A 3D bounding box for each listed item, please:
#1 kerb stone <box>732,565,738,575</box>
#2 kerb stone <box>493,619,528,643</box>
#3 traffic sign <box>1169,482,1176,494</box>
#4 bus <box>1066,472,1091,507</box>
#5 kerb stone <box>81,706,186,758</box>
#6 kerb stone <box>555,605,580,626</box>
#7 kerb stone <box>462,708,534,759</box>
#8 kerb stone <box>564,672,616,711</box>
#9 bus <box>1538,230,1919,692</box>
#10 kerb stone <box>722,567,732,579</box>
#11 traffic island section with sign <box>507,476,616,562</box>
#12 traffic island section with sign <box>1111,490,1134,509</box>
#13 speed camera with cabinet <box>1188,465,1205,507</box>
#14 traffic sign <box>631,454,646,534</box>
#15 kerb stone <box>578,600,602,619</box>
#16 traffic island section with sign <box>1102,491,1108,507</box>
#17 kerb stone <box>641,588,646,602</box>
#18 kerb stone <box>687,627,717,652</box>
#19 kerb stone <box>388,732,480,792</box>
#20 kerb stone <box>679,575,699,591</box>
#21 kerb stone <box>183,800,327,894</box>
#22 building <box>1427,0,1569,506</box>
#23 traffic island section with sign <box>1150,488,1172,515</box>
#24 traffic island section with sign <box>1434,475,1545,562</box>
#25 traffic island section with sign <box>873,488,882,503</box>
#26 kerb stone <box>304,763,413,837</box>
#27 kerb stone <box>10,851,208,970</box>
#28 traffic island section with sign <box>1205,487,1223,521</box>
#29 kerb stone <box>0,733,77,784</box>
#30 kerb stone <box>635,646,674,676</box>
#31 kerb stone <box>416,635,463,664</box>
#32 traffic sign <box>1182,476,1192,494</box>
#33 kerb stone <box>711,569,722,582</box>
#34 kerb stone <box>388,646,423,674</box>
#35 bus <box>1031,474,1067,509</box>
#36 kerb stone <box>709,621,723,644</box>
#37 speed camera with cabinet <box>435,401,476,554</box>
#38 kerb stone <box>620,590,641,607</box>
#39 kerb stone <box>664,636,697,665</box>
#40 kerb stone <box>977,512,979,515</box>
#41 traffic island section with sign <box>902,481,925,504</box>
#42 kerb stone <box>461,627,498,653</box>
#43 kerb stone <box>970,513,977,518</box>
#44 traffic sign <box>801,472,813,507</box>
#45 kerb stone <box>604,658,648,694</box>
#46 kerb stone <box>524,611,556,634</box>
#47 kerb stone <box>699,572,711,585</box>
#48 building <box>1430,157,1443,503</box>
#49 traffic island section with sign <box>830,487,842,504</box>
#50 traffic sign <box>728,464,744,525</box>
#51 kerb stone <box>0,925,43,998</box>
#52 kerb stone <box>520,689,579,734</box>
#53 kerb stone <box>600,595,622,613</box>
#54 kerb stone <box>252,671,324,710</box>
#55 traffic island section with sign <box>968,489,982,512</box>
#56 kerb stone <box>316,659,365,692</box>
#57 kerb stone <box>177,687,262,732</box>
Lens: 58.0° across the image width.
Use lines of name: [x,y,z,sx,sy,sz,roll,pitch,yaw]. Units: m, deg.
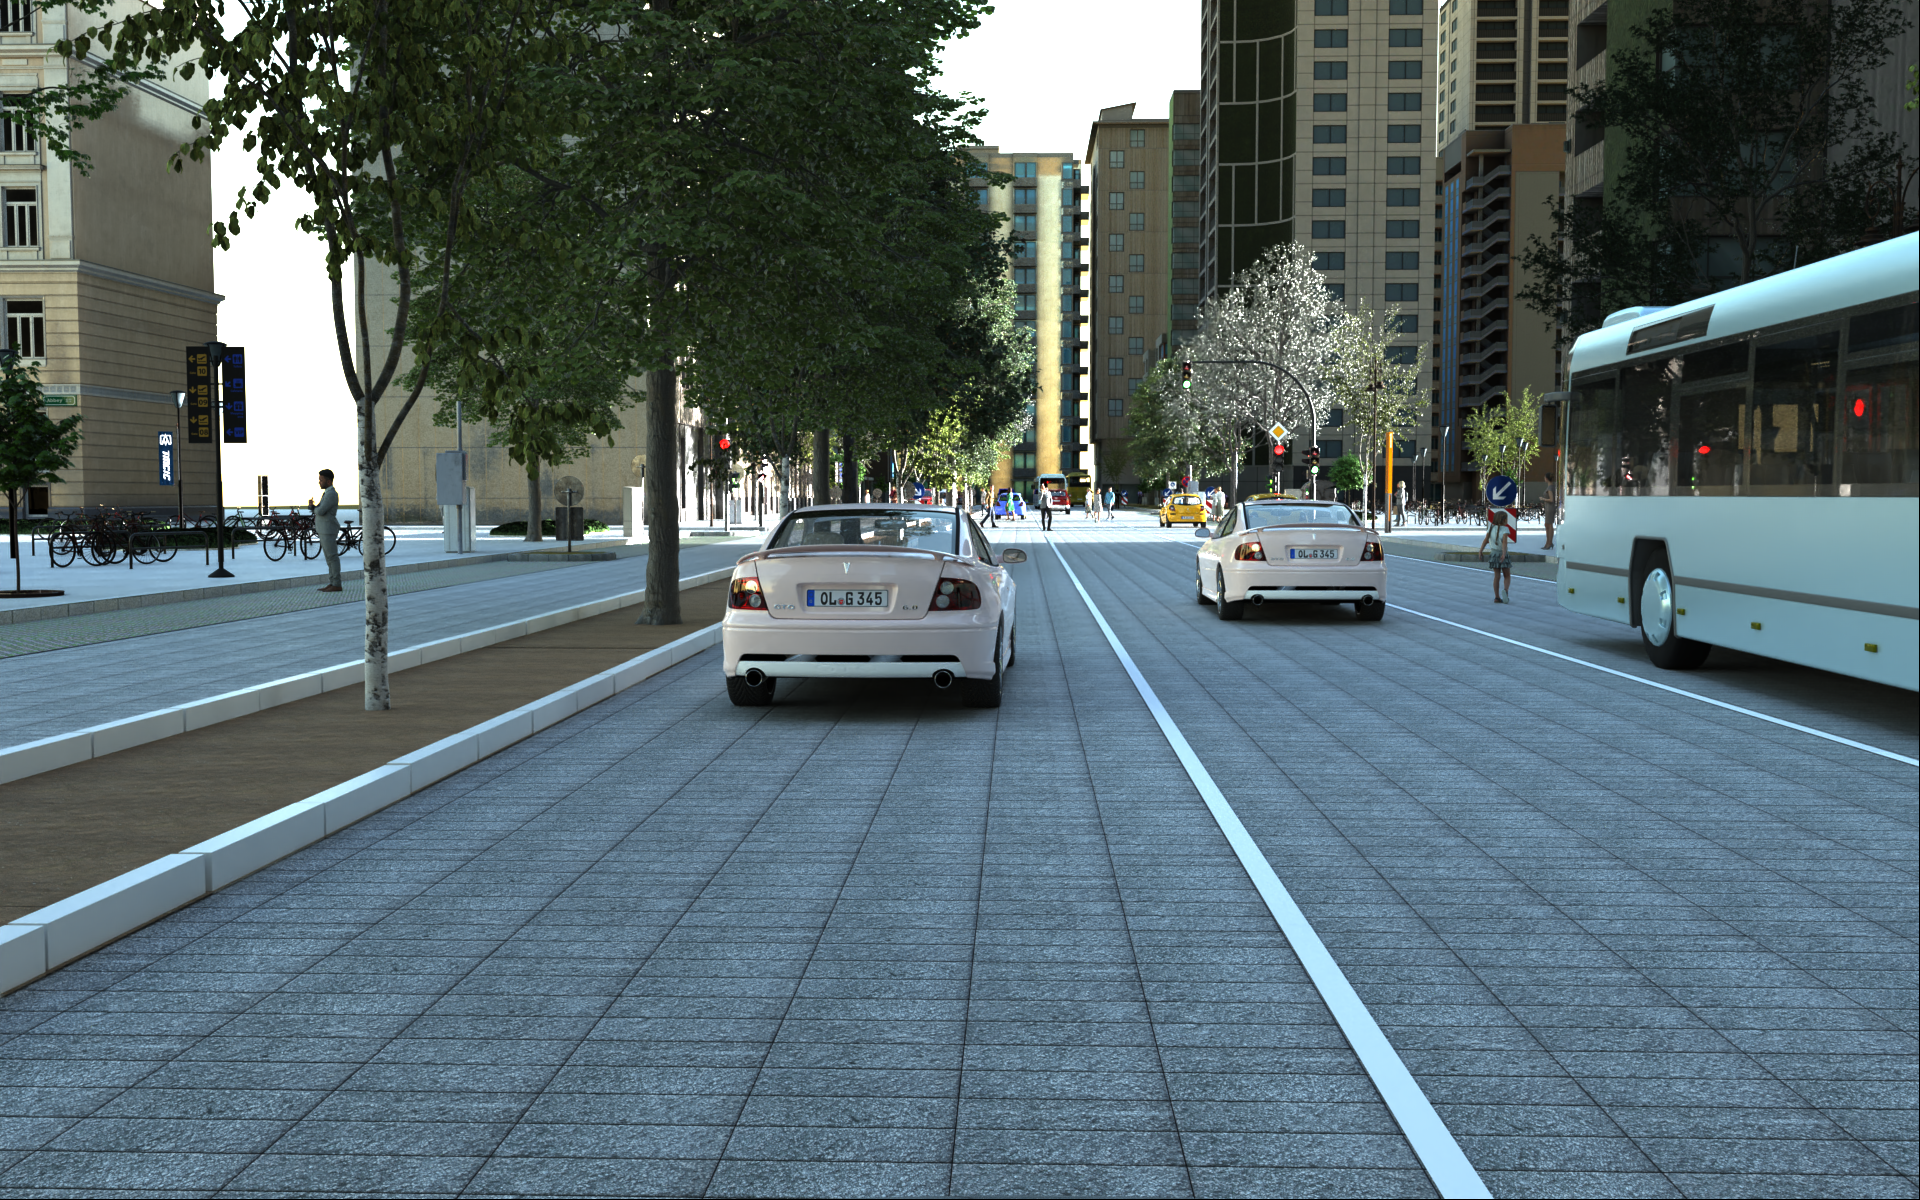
kerb stone: [-4.003,-0.495,30.313,0.120,0.150,1.000,0,4,2]
kerb stone: [-4.468,0.322,17.003,0.120,0.150,1.000,0,4,2]
traffic sign: [17.318,-8.500,141.099,0.606,2.300,0.079,0,4,3]
bus: [13.239,-12.444,195.011,2.896,3.916,12.252,0,4,2]
kerb stone: [-4.713,0.756,9.840,0.120,0.150,1.000,0,4,2]
kerb stone: [-4.395,0.192,19.052,0.120,0.150,1.000,0,4,2]
kerb stone: [-2.622,0.762,9.790,0.120,0.150,1.000,0,4,2]
kerb stone: [-2.546,0.636,11.837,0.120,0.150,1.000,0,4,2]
bus: [6.771,-1.005,11.286,2.948,3.499,13.247,0,4,3]
kerb stone: [-4.036,-0.434,29.292,0.120,0.150,1.000,0,4,2]
traffic island section with sign: [-8.539,-1.764,37.470,1.989,1.847,2.006,0,4,2]
traffic island section with sign: [15.889,-9.802,168.885,1.989,1.847,2.006,0,4,2]
speed camera with cabinet: [16.243,-7.623,118.966,0.660,3.252,2.038,-1,4,-12]
traffic sign: [-10.132,-3.370,55.209,0.768,2.556,0.104,1,4,10]
kerb stone: [-4.356,0.130,20.076,0.120,0.150,1.000,0,4,2]
traffic island section with sign: [16.844,-11.506,196.746,1.989,1.847,2.006,0,4,2]
kerb stone: [-4.257,-0.053,23.144,0.120,0.150,1.000,0,4,2]
kerb stone: [-2.407,0.383,15.933,0.120,0.150,1.000,0,4,2]
kerb stone: [-2.657,0.822,8.757,0.120,0.150,1.000,0,4,2]
kerb stone: [-4.150,-0.244,26.220,0.120,0.150,1.000,0,4,2]
kerb stone: [-2.720,0.948,6.700,0.120,0.150,1.000,0,4,2]
building: [77.196,-48.743,235.203,20.611,71.187,20.563,0,4,2]
traffic island section with sign: [14.169,-6.799,119.796,1.989,1.847,2.006,0,4,2]
traffic island section with sign: [11.286,-1.744,37.135,1.989,1.847,2.006,0,4,2]
traffic island section with sign: [-5.669,-6.798,119.775,1.989,1.847,2.006,0,4,2]
kerb stone: [-2.687,0.889,7.722,0.120,0.150,1.000,0,4,2]
kerb stone: [-2.768,1.010,5.676,0.120,0.150,1.000,0,4,2]
traffic island section with sign: [13.206,-5.121,92.360,1.989,1.847,2.006,0,4,2]
kerb stone: [-4.750,0.818,8.819,0.120,0.150,1.000,0,4,2]
kerb stone: [-2.476,0.508,13.886,0.120,0.150,1.000,0,4,2]
kerb stone: [-4.536,0.443,14.960,0.120,0.150,1.000,0,4,2]
traffic sign: [16.255,-7.583,124.084,0.768,2.556,0.104,0,4,4]
kerb stone: [-4.072,-0.372,28.270,0.120,0.150,1.000,0,4,2]
kerb stone: [-4.573,0.509,13.938,0.120,0.150,1.000,0,4,2]
bus: [8.444,-10.377,164.527,2.948,3.499,13.247,0,3,0]
kerb stone: [-2.366,0.322,16.954,0.120,0.150,1.000,0,4,2]
speed camera with cabinet: [-10.954,-2.647,37.608,0.660,3.252,2.038,-1,4,-9]
kerb stone: [-4.282,0.004,22.122,0.120,0.150,1.000,0,4,2]
kerb stone: [-2.439,0.446,14.910,0.120,0.150,1.000,0,4,2]
kerb stone: [0.975,-5.536,112.716,0.120,0.150,1.000,0,4,2]
traffic island section with sign: [-1.641,-3.621,67.339,2.006,1.907,1.989,0,4,2]
kerb stone: [-4.499,0.382,15.981,0.120,0.150,1.000,0,4,2]
kerb stone: [0.865,-5.348,109.641,0.120,0.150,1.000,0,4,2]
traffic sign: [-8.924,-6.178,101.122,0.768,2.556,0.104,1,4,10]
kerb stone: [-2.502,0.571,12.861,0.120,0.150,1.000,0,4,2]
kerb stone: [-4.424,0.255,18.031,0.120,0.150,1.000,0,4,2]
kerb stone: [-4.111,-0.305,27.249,0.120,0.150,1.000,0,4,2]
building: [56.119,-37.519,237.140,21.600,48.544,21.300,0,4,2]
traffic island section with sign: [-6.611,-5.142,92.698,1.989,1.847,2.006,0,4,2]
traffic sign: [-9.390,-4.417,72.331,0.768,2.556,0.104,1,4,11]
kerb stone: [-2.799,1.073,4.655,0.120,0.150,1.000,0,4,2]
kerb stone: [-2.581,0.701,10.816,0.120,0.150,1.000,0,4,2]
kerb stone: [-4.322,0.069,21.097,0.120,0.150,1.000,0,4,2]
kerb stone: [-4.644,0.630,11.888,0.120,0.150,1.000,0,4,2]
traffic island section with sign: [0.970,-8.214,142.432,2.006,1.907,1.989,0,4,2]
kerb stone: [-4.607,0.568,12.910,0.120,0.150,1.000,0,4,2]
kerb stone: [-4.674,0.693,10.866,0.120,0.150,1.000,0,4,2]
